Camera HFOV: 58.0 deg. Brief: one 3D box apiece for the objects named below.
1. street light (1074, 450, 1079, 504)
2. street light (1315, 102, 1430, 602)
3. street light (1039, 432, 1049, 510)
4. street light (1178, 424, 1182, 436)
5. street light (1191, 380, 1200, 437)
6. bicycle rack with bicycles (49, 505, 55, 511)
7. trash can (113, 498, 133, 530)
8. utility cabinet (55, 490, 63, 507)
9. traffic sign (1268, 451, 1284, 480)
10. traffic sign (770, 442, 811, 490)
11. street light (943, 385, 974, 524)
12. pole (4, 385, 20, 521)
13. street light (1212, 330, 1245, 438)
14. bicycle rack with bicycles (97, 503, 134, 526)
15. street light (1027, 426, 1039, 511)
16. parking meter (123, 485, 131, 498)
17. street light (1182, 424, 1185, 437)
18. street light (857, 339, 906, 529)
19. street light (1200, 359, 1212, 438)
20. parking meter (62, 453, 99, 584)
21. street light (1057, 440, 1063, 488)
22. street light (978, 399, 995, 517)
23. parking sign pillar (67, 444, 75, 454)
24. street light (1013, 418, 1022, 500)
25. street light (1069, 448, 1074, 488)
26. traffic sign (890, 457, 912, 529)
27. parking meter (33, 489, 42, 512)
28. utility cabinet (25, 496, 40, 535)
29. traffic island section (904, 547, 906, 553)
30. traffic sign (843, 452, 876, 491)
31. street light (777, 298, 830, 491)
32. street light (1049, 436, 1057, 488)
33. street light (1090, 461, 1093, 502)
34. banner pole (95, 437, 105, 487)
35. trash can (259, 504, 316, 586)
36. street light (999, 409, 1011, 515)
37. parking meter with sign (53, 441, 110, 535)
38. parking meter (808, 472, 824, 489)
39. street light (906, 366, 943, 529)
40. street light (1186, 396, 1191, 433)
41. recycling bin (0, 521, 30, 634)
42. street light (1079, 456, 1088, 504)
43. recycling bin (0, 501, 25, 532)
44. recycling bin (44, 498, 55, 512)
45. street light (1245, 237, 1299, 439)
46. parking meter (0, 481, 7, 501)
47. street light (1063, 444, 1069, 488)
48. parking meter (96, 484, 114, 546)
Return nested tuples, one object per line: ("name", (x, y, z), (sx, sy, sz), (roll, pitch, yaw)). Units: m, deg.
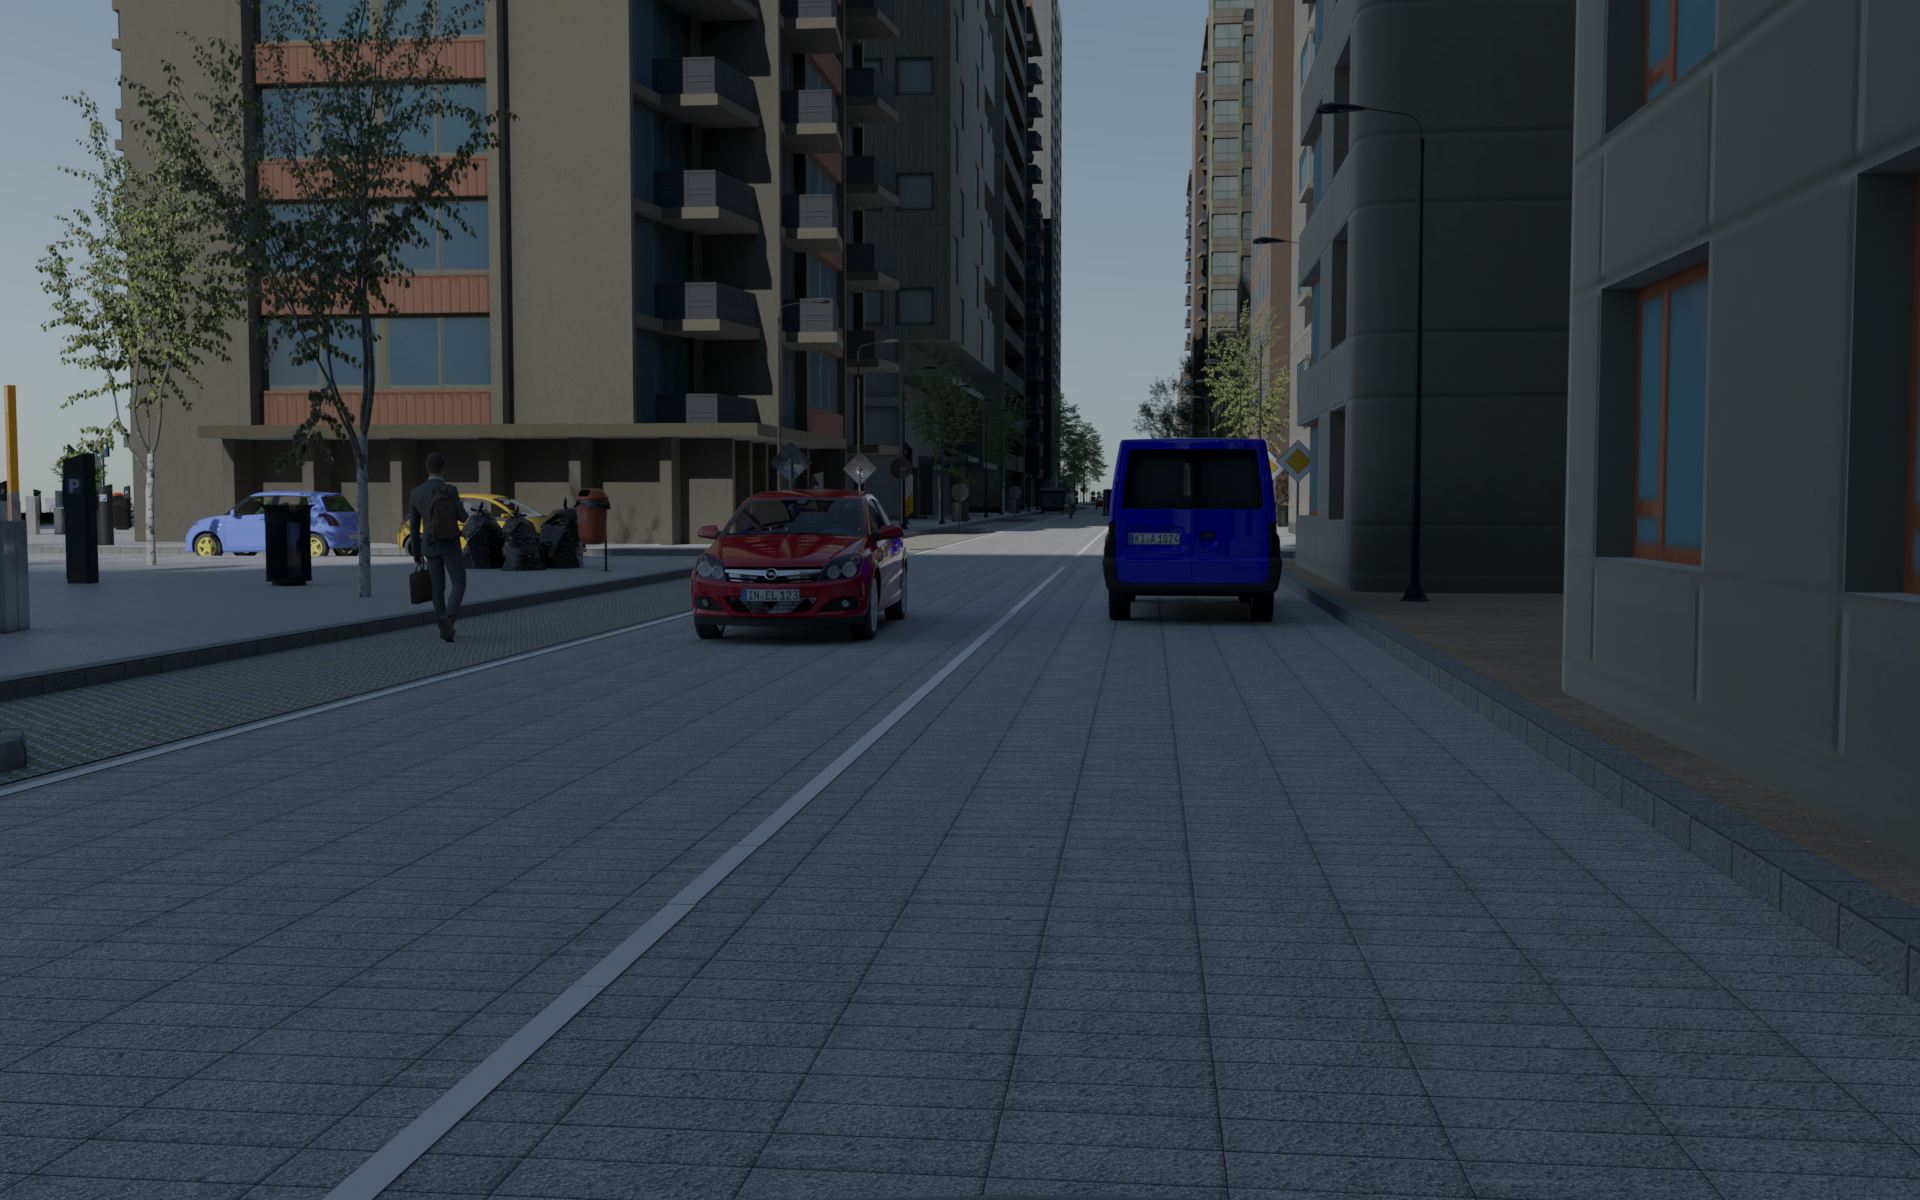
("street light", (11.593, -12.908, 183.593), (1.470, 5.913, 1.316), (0, 4, 6))
("street light", (4.914, -2.942, 20.651), (1.470, 5.913, 1.316), (0, 4, 6))
("street light", (5.654, -9.549, 128.672), (1.470, 5.913, 1.316), (0, 4, 6))
("street light", (14.920, -8.668, 114.259), (1.470, 5.913, 1.316), (0, 4, 6))
("street light", (10.268, -5.988, 70.448), (1.470, 5.913, 1.316), (0, 4, 6))
("bicycle rack with bicycles", (-55.135, -5.812, 108.401), (2.925, 0.926, 2.852), (-1, 4, -16))
("trash can", (-30.001, -3.079, 61.999), (0.748, 1.137, 0.748), (0, 3, 0))
("utility cabinet", (-54.569, -5.914, 105.375), (0.318, 1.500, 1.173), (0, 4, 1))
("traffic sign", (7.110, -2.226, 40.034), (0.795, 2.450, 0.064), (0, 4, 6))
("traffic sign", (-3.234, -1.804, 33.136), (0.795, 2.450, 0.064), (0, 4, 6))
("street light", (-0.226, -6.182, 73.621), (1.470, 5.913, 1.316), (0, 4, 6))
("pole", (-17.744, -2.361, 32.442), (0.158, 3.312, 0.155), (0, 3, 0))
("street light", (7.948, -4.679, 49.037), (1.470, 5.913, 1.316), (0, 4, 6))
("bicycle rack with bicycles", (-34.182, -3.485, 70.367), (2.925, 0.926, 2.852), (-1, 4, -17))
("street light", (4.433, -8.883, 117.776), (1.470, 5.913, 1.316), (0, 4, 6))
("parking meter", (-56.369, -6.821, 117.230), (0.399, 1.863, 0.255), (0, 4, -2))
("street light", (12.758, -7.348, 92.675), (1.470, 5.913, 1.316), (0, 4, 6))
("street light", (-2.519, -4.873, 52.216), (1.470, 5.913, 1.316), (0, 4, 6))
("street light", (9.118, -5.332, 59.725), (1.470, 5.913, 1.316), (0, 4, 6))
("parking meter", (-12.620, -1.170, 24.842), (0.399, 1.863, 0.255), (1, 4, 10))
("street light", (7.897, -10.857, 150.058), (1.470, 5.913, 1.316), (0, 4, 6))
("street light", (0.901, -6.836, 84.314), (1.470, 5.913, 1.316), (0, 4, 6))
("parking sign pillar", (-47.541, -6.398, 93.084), (1.447, 3.967, 1.447), (2, 4, 25))
("street light", (3.068, -8.145, 105.708), (1.470, 5.913, 1.316), (0, 4, 6))
("street light", (10.402, -12.255, 172.907), (1.470, 5.913, 1.316), (0, 4, 6))
("traffic sign", (-2.055, -3.657, 59.905), (0.768, 2.556, 0.104), (1, 4, 12))
("parking meter", (-48.261, -5.027, 90.607), (0.372, 1.533, 0.369), (0, 3, 0))
("utility cabinet", (-29.582, -2.698, 55.280), (0.306, 1.237, 1.020), (-1, 4, -22))
("traffic island section", (-2.401, -1.153, 41.139), (2.009, 0.180, 2.903), (0, 4, 6))
("traffic sign", (-2.377, -2.289, 41.075), (0.795, 2.450, 0.064), (0, 4, 6))
("street light", (-3.773, -4.202, 41.248), (1.470, 5.913, 1.316), (0, 4, 6))
("street light", (6.801, -10.203, 139.362), (1.470, 5.913, 1.316), (0, 4, 6))
("street light", (16.832, -15.956, 233.421), (1.470, 5.913, 1.316), (0, 4, 6))
("banner pole", (-37.934, -5.289, 76.488), (0.863, 3.779, 0.401), (2, 4, 33))
("trash can", (-9.432, -0.775, 24.319), (0.748, 1.137, 0.748), (0, 3, 0))
("street light", (1.974, -7.491, 95.012), (1.470, 5.913, 1.316), (0, 4, 6))
("parking meter with sign", (-28.052, -3.610, 55.283), (0.543, 3.016, 1.738), (2, 4, 25))
("parking meter", (-3.828, -2.463, 45.975), (0.399, 1.863, 0.255), (-1, 4, -18))
("street light", (-1.500, -5.529, 62.944), (1.470, 5.913, 1.316), (0, 4, 6))
("street light", (11.530, -6.694, 81.993), (1.470, 5.913, 1.316), (0, 4, 6))
("recycling bin", (-9.164, -0.218, 16.113), (0.722, 1.027, 0.722), (-1, 4, -10))
("street light", (14.604, -14.595, 211.172), (1.470, 5.913, 1.316), (0, 4, 6))
("recycling bin", (-34.565, -3.072, 62.777), (0.722, 1.027, 0.722), (0, 4, 0))
("recycling bin", (-61.186, -6.358, 116.510), (0.722, 1.027, 0.722), (-2, 4, -26))
("street light", (5.985, -3.600, 31.394), (1.470, 5.913, 1.316), (0, 4, 6))
("parking meter", (-49.522, -5.152, 89.949), (0.399, 1.863, 0.255), (-1, 4, -14))
("street light", (9.186, -11.580, 161.868), (1.470, 5.913, 1.316), (0, 4, 6))
("parking meter", (-21.358, -2.132, 43.276), (0.372, 1.533, 0.369), (0, 3, 0))
